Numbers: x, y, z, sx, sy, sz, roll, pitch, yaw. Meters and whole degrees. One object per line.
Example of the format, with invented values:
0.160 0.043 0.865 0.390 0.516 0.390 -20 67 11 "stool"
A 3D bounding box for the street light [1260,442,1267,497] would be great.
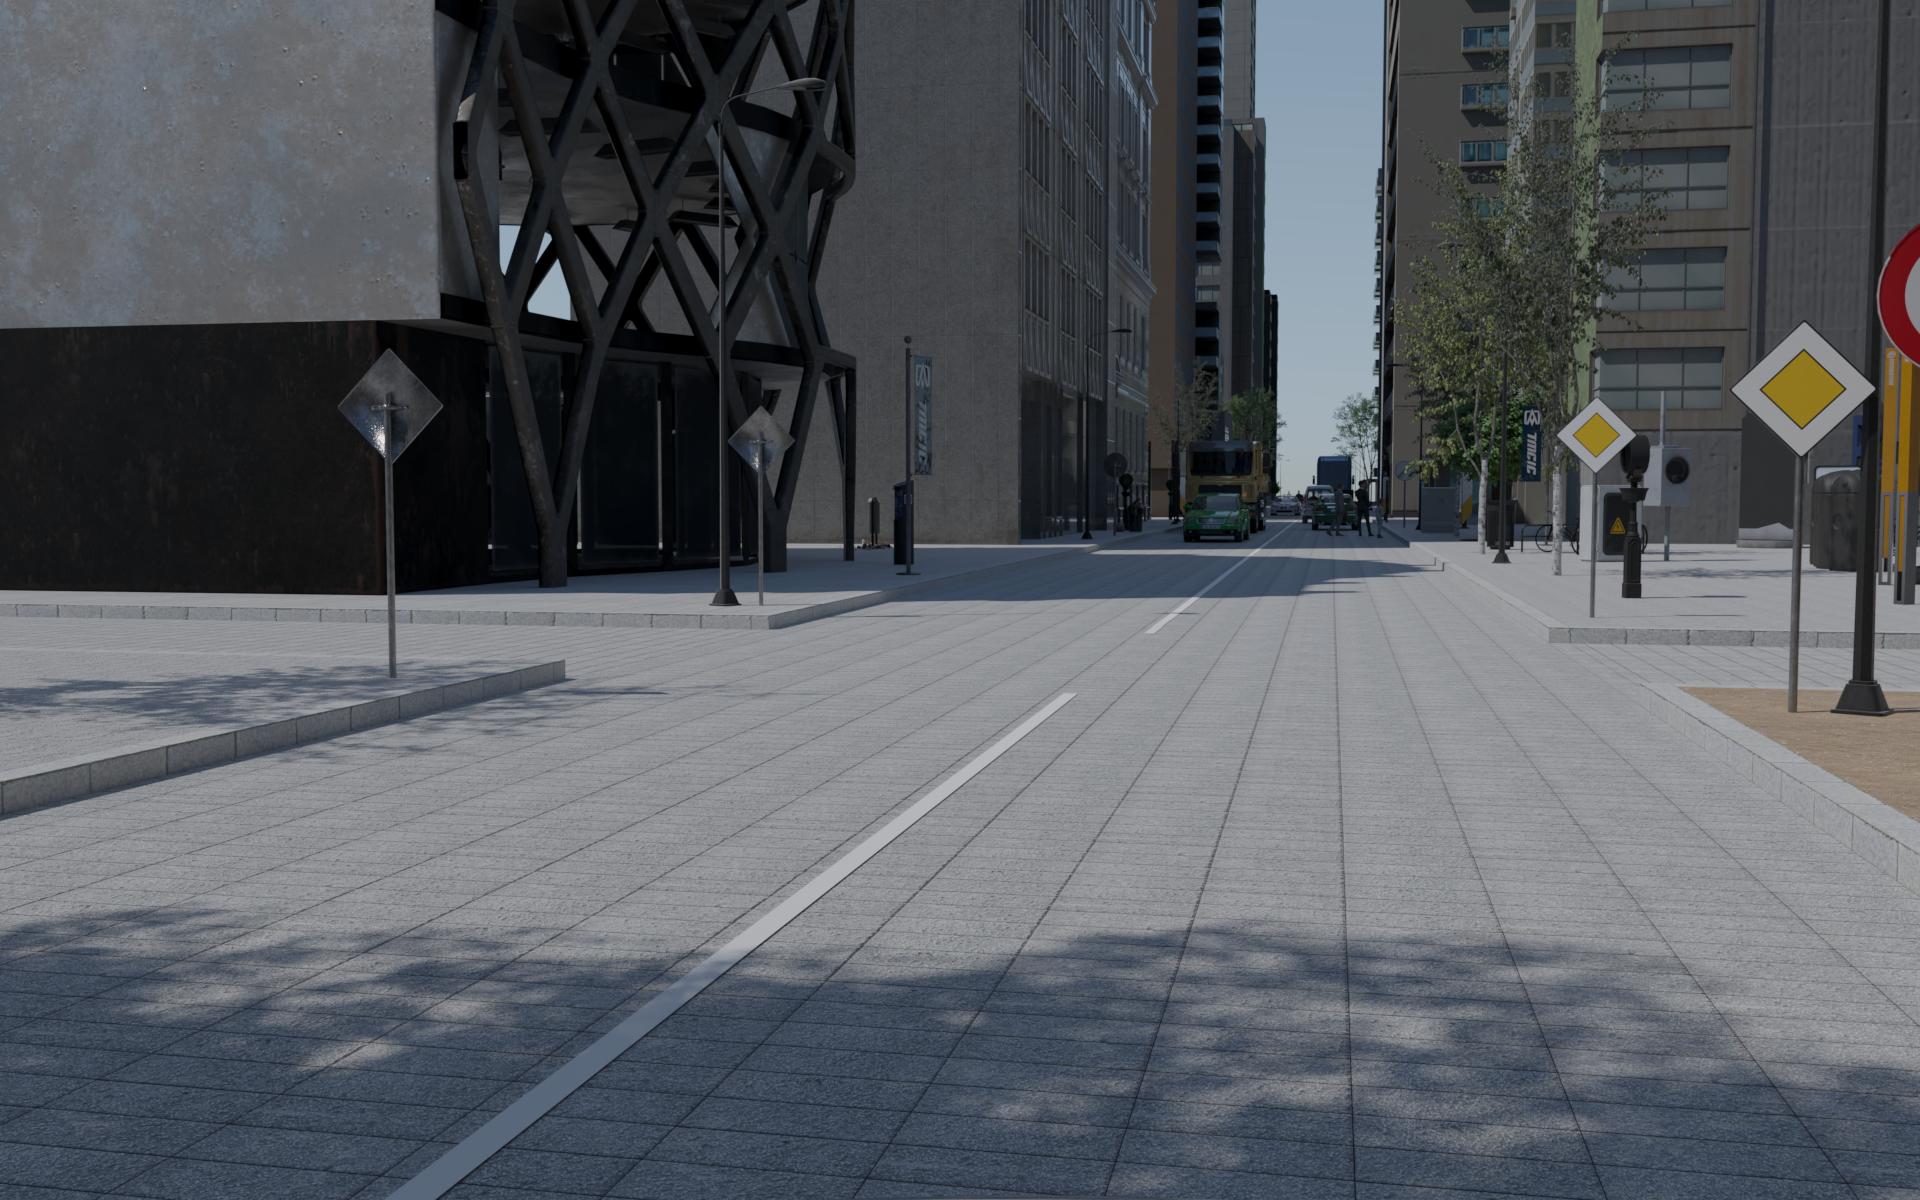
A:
26.462 -11.058 153.342 1.470 5.913 1.316 1 4 12 "street light"

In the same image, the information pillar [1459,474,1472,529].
18.770 -4.453 64.156 0.504 3.616 0.183 -2 4 -28 "information pillar"

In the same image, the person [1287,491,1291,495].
33.938 -10.396 179.001 1.217 1.766 0.721 2 4 35 "person"

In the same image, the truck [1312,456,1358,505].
25.254 -7.736 116.243 2.967 4.110 18.799 1 4 11 "truck"

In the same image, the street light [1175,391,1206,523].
10.350 -6.446 77.931 1.470 5.913 1.316 1 4 12 "street light"

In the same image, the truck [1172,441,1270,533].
10.097 -4.242 65.280 3.469 3.379 9.791 1 4 13 "truck"

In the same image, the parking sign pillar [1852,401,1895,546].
22.195 -3.286 42.204 1.447 3.967 1.447 1 4 9 "parking sign pillar"

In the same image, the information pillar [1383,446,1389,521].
20.636 -5.661 83.913 0.183 3.616 0.504 -1 4 -11 "information pillar"

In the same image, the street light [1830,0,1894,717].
4.758 -2.297 10.090 1.470 5.913 1.316 1 4 12 "street light"

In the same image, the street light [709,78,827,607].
-2.172 -2.879 19.620 1.470 5.913 1.316 1 4 12 "street light"

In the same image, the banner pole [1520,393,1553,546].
14.387 -3.247 43.104 0.863 3.779 0.401 1 4 14 "banner pole"

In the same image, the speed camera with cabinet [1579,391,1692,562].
12.881 -2.363 32.979 2.038 3.252 0.660 -1 4 -14 "speed camera with cabinet"

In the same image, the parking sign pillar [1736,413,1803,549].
19.347 -3.230 41.277 1.447 3.967 1.447 -3 5 -44 "parking sign pillar"

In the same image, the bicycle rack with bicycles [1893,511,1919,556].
20.177 -1.442 36.954 2.925 0.926 2.852 -1 4 -11 "bicycle rack with bicycles"

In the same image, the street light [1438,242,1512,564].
9.500 -3.637 32.008 1.470 5.913 1.316 1 4 12 "street light"

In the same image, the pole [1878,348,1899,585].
13.041 -1.864 24.316 0.158 3.312 0.155 0 3 0 "pole"

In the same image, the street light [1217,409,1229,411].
13.964 -7.479 94.820 1.470 5.913 1.316 1 4 12 "street light"

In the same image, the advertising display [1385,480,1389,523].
19.325 -4.476 78.402 0.123 1.923 0.974 1 4 14 "advertising display"

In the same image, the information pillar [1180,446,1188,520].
10.890 -5.680 84.220 0.183 3.616 0.504 -2 4 -27 "information pillar"

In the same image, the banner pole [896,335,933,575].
-0.684 -2.300 27.615 0.401 3.779 0.863 3 4 36 "banner pole"

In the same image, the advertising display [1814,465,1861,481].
19.672 -2.056 38.835 0.974 1.923 0.123 2 4 33 "advertising display"

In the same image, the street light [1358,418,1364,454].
25.192 -8.134 105.536 1.470 5.913 1.316 1 4 12 "street light"

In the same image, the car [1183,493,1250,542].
7.854 -2.694 52.845 1.959 1.807 4.718 1 4 13 "car"

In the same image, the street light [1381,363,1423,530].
15.828 -5.444 61.553 1.470 5.913 1.316 1 4 12 "street light"

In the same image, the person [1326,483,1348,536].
12.992 -3.101 59.317 0.853 1.813 0.709 -1 4 -15 "person"

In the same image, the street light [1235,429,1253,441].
20.238 -9.266 124.038 1.470 5.913 1.316 1 4 12 "street light"

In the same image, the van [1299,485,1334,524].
17.746 -4.797 85.439 2.013 2.044 4.112 1 4 12 "van"

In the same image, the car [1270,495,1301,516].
21.921 -6.369 116.492 2.083 1.381 4.827 1 4 14 "car"

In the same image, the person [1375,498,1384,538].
13.691 -2.669 56.409 0.394 1.301 0.425 -2 4 -33 "person"

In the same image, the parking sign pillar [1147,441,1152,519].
8.973 -6.062 87.590 1.447 3.967 1.447 -1 4 -20 "parking sign pillar"

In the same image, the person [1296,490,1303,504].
29.714 -8.734 151.855 0.990 1.755 0.434 3 5 43 "person"

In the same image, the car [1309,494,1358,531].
15.095 -3.541 69.686 2.131 1.459 4.920 1 4 12 "car"

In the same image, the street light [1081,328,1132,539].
4.132 -4.665 48.812 1.470 5.913 1.316 1 4 12 "street light"

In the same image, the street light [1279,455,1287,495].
37.612 -14.233 205.244 1.470 5.913 1.316 1 4 12 "street light"

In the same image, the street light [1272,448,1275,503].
31.325 -12.431 175.783 1.470 5.913 1.316 1 4 12 "street light"

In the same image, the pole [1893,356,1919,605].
10.966 -1.601 20.018 0.158 3.312 0.155 0 3 0 "pole"

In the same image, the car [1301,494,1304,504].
44.259 -12.958 223.867 2.014 1.417 4.499 1 4 10 "car"

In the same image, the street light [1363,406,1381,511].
22.198 -7.269 91.392 1.470 5.913 1.316 1 4 12 "street light"

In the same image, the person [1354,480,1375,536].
13.747 -3.124 58.948 0.648 1.900 0.474 3 5 43 "person"

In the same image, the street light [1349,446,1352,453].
38.083 -11.809 165.611 1.470 5.913 1.316 1 4 12 "street light"

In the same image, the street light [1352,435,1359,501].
31.523 -9.937 135.008 1.470 5.913 1.316 1 4 12 "street light"

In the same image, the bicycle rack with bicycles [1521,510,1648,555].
13.724 -1.480 37.588 2.925 0.926 2.852 -1 4 -20 "bicycle rack with bicycles"
